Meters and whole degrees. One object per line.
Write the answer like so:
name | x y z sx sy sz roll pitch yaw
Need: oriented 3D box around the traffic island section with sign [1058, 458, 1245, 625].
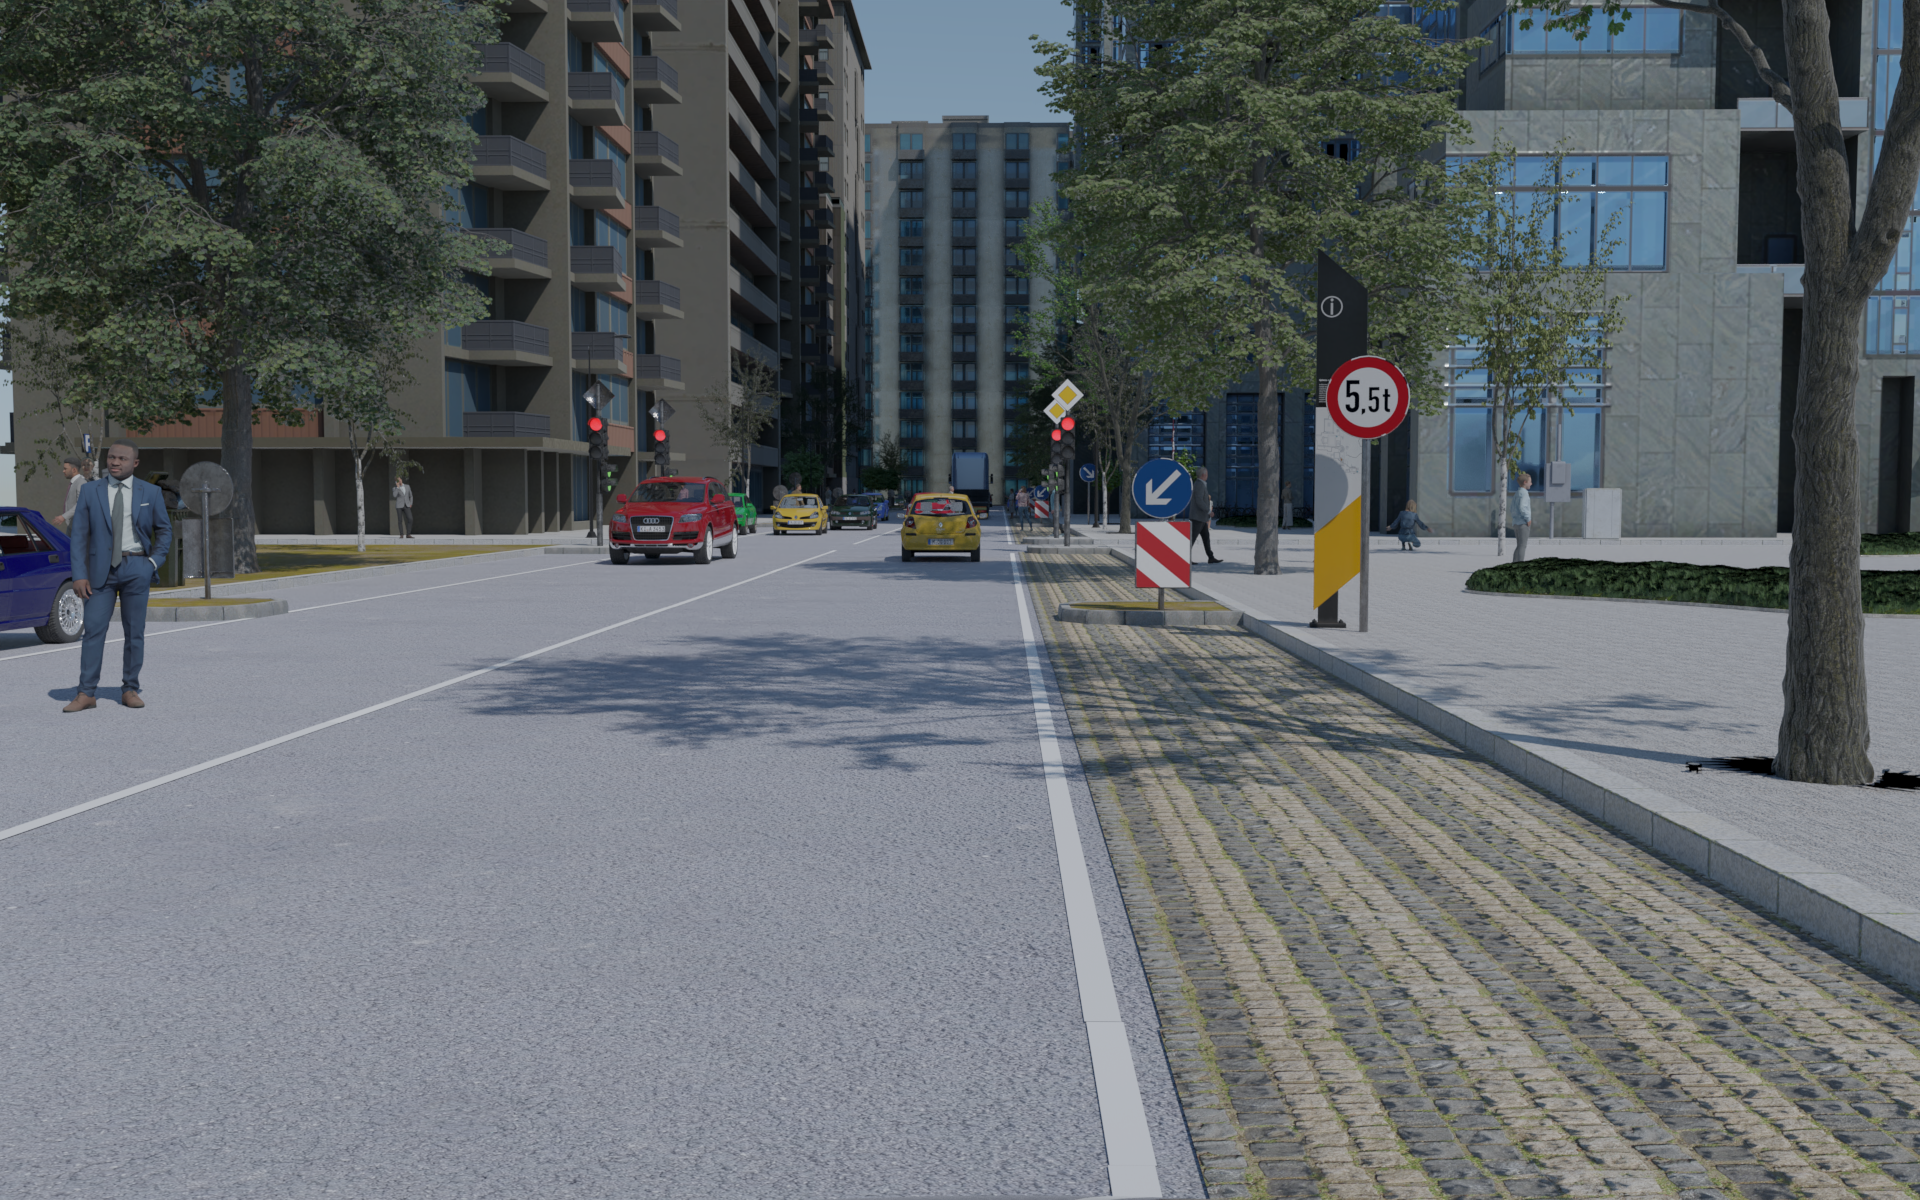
traffic island section with sign | 2.128 -0.679 19.733 1.989 1.847 2.006 0 4 1

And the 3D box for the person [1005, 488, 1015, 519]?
person | 2.855 -5.480 98.672 0.524 1.755 0.480 -1 4 -20

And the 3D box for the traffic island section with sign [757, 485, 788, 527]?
traffic island section with sign | -7.807 -4.085 75.426 1.989 1.847 2.006 0 4 1

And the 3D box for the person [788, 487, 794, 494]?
person | -12.089 -7.264 124.663 0.638 1.841 0.748 0 4 3

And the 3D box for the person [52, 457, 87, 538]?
person | -12.306 -1.095 24.216 0.850 1.792 0.678 -3 4 -36

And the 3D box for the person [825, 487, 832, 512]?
person | -9.204 -7.011 120.853 0.466 1.800 0.511 0 4 3

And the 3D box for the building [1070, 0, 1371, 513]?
building | 20.980 -51.233 150.330 22.319 86.520 31.000 0 4 1

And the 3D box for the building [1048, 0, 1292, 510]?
building | 20.793 -53.166 181.942 22.319 86.520 31.000 0 4 1

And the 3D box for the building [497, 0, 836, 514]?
building | -21.810 -29.681 139.912 22.147 44.769 28.867 0 4 1

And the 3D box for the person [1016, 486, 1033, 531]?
person | 2.494 -3.487 66.107 0.593 1.750 0.643 -2 4 -32

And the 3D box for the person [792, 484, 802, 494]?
person | -6.689 -3.855 71.433 0.656 1.842 0.836 0 4 1

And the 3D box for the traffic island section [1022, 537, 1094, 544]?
traffic island section | 2.830 -1.721 50.417 2.009 0.180 2.903 0 4 1

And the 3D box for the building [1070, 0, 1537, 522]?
building | 18.237 -48.292 102.252 22.319 86.520 31.000 0 4 1

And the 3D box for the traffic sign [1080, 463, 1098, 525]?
traffic sign | 5.364 -4.405 72.121 0.768 2.556 0.104 0 4 3

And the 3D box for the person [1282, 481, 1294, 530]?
person | 11.850 -3.415 62.435 0.362 1.759 0.519 -2 4 -26

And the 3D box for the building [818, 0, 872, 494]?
building | -24.121 -36.451 185.218 27.495 52.752 28.713 0 4 1

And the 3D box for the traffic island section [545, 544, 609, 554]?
traffic island section | -8.895 -1.249 42.707 2.009 0.180 2.903 0 4 1

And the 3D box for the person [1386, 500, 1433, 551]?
person | 10.178 -1.711 39.513 1.012 1.151 0.738 2 4 33

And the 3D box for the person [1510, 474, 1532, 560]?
person | 8.939 -1.203 27.529 0.330 1.601 0.589 1 4 9

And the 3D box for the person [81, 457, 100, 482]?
person | -13.155 -1.232 26.064 0.818 1.842 0.514 0 4 7

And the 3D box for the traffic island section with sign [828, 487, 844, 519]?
traffic island section with sign | -7.174 -5.734 102.373 1.989 1.847 2.006 0 4 1

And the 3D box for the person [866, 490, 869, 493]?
person | -9.477 -10.447 177.782 0.756 1.711 0.436 0 4 -4

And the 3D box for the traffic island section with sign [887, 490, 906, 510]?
traffic island section with sign | -6.010 -8.798 152.475 1.989 1.847 2.006 0 4 1

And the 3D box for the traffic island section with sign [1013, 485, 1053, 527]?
traffic island section with sign | 3.424 -4.073 75.228 1.989 1.847 2.006 0 4 1

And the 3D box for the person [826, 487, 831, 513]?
person | -9.103 -6.918 119.700 0.362 1.759 0.519 -1 4 -9

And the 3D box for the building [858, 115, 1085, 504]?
building | 0.660 -36.832 221.817 30.456 49.044 23.786 0 4 1

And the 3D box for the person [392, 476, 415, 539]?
person | -16.042 -2.673 49.932 0.592 1.802 0.473 -1 4 -18

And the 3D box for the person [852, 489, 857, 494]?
person | -9.541 -9.153 156.363 0.621 1.740 0.551 3 5 45

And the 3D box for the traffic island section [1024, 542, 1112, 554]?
traffic island section | 2.643 -1.233 42.434 2.009 0.180 2.903 0 4 1

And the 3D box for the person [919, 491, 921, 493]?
person | -4.362 -11.078 189.629 1.348 1.823 0.705 2 4 25

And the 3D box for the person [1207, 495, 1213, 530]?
person | 8.811 -3.096 61.342 0.332 1.250 0.352 1 4 9

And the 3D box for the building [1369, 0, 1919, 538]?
building | 29.219 -45.658 59.185 31.000 86.520 22.319 0 4 1

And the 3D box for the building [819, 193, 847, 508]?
building | -18.270 -23.856 161.739 14.160 30.474 14.107 0 4 1

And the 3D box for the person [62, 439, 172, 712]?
person | -5.672 -0.181 11.635 0.721 1.800 0.419 -2 4 -32

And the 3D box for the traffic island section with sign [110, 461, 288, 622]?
traffic island section with sign | -9.088 -0.718 20.366 1.989 1.847 2.006 0 4 1

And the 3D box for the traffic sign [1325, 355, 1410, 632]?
traffic sign | 3.753 -0.974 16.027 0.768 2.556 0.104 0 4 3

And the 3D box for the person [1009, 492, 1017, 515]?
person | 3.527 -6.523 115.498 0.623 1.781 0.721 1 4 16

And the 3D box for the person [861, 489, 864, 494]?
person | -8.478 -8.732 149.529 0.721 1.735 1.217 -2 4 -28

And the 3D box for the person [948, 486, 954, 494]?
person | -0.336 -4.065 75.363 0.834 1.777 0.661 -1 4 -8

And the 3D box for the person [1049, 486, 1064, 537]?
person | 3.241 -3.023 57.947 0.620 1.820 0.660 0 4 1

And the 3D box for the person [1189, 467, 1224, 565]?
person | 4.431 -1.532 31.482 0.834 1.777 0.661 0 4 -7

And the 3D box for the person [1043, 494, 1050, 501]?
person | 7.828 -9.266 158.271 1.217 1.736 0.721 1 4 17

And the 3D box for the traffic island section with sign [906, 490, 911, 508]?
traffic island section with sign | -5.367 -10.472 179.847 1.989 1.847 2.006 0 4 1

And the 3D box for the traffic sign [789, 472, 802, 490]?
traffic sign | -9.596 -6.162 100.862 0.768 2.556 0.104 0 4 6

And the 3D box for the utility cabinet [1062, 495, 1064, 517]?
utility cabinet | 5.991 -5.332 98.336 0.306 1.237 1.020 1 4 13

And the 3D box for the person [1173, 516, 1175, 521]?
person | 6.911 -3.074 56.641 0.444 1.785 0.601 3 4 39

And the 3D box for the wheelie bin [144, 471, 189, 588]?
wheelie bin | -11.048 -0.981 23.945 0.693 1.594 0.980 0 4 -5
